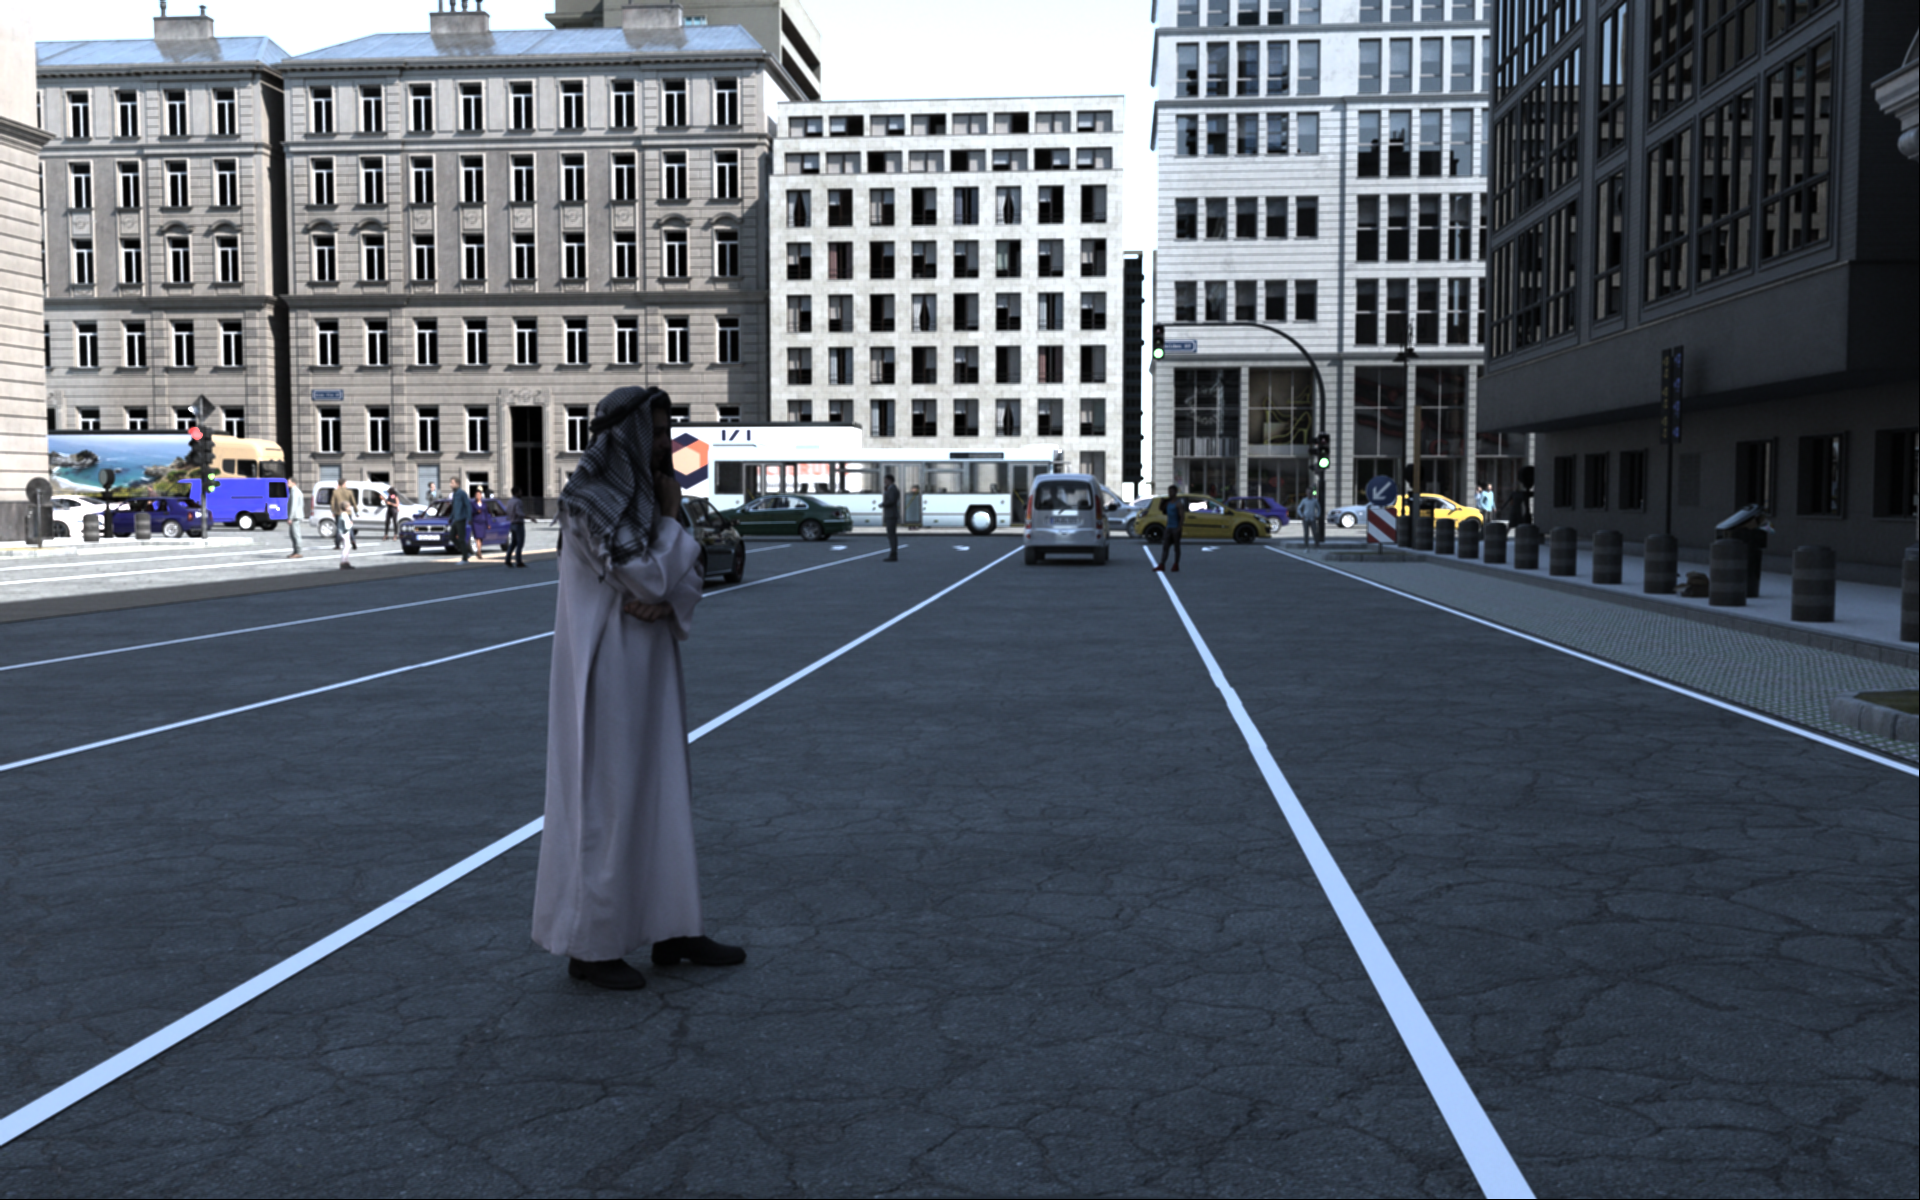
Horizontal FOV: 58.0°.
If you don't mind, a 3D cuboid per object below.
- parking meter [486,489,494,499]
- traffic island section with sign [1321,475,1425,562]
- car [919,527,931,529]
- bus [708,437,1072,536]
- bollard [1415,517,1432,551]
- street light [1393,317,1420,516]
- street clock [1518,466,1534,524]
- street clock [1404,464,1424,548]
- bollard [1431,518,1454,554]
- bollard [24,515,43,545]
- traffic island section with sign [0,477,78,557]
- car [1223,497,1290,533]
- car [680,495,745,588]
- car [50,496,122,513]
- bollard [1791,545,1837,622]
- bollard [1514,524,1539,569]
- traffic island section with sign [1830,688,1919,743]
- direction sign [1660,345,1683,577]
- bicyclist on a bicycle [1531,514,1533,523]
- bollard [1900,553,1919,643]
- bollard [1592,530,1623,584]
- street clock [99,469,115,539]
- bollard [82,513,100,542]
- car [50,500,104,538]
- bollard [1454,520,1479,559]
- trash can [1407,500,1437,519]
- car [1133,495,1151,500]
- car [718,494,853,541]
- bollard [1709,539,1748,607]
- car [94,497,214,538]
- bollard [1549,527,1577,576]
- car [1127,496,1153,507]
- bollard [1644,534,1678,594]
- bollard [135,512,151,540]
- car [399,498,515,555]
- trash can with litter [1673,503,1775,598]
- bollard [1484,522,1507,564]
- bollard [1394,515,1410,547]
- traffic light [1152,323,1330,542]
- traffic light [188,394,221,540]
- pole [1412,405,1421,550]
[{"bbox_3d":[-23.029,-4.675,84.841,0.372,1.533,0.369,0,3,0],"label":"parking meter"},{"bbox_3d":[8.824,-1.747,37.185,1.989,1.847,2.006,0,4,5],"label":"traffic island section with sign"},{"bbox_3d":[-0.014,-3.875,72.404,4.494,1.783,2.155,0,4,5],"label":"car"},{"bbox_3d":[-2.022,-4.025,60.664,13.247,3.499,2.948,0,4,4],"label":"bus"},{"bbox_3d":[10.588,-1.513,39.455,0.404,0.777,0.398,0,3,0],"label":"bollard"},{"bbox_3d":[11.646,-4.440,45.387,0.468,5.910,1.993,0,4,5],"label":"street light"},{"bbox_3d":[14.524,-2.430,44.300,0.471,2.002,0.358,-1,4,-10],"label":"street clock"},{"bbox_3d":[10.760,-2.231,41.053,0.471,2.002,0.358,-3,4,-38],"label":"street clock"},{"bbox_3d":[10.369,-1.364,37.018,0.404,0.777,0.398,0,3,0],"label":"bollard"},{"bbox_3d":[-23.335,-1.769,43.636,0.404,0.777,0.398,0,3,0],"label":"bollard"},{"bbox_3d":[-21.746,-1.934,40.249,1.989,1.847,2.006,0,4,5],"label":"traffic island section with sign"},{"bbox_3d":[10.208,-3.160,64.254,3.894,1.354,1.945,0,4,4],"label":"car"},{"bbox_3d":[-4.515,-1.044,26.854,2.009,1.686,4.222,0,4,6],"label":"car"},{"bbox_3d":[-32.437,-3.065,62.479,4.827,1.381,2.083,0,4,4],"label":"car"},{"bbox_3d":[8.620,-0.169,17.488,0.404,0.777,0.398,0,3,0],"label":"bollard"},{"bbox_3d":[9.716,-0.916,29.692,0.404,0.777,0.398,0,3,0],"label":"bollard"},{"bbox_3d":[6.427,-0.104,10.337,1.989,1.847,2.006,0,4,5],"label":"traffic island section with sign"},{"bbox_3d":[11.020,-2.134,26.889,0.379,3.537,0.876,0,4,4],"label":"direction sign"},{"bbox_3d":[23.254,-3.608,69.007,1.625,1.676,1.499,0,4,6],"label":"bicyclist on a bicycle"},{"bbox_3d":[8.405,-0.020,15.049,0.404,0.777,0.398,0,3,0],"label":"bollard"},{"bbox_3d":[9.280,-0.618,24.818,0.404,0.777,0.398,0,3,0],"label":"bollard"},{"bbox_3d":[-24.556,-2.772,49.894,0.471,2.002,0.358,2,4,35],"label":"street clock"},{"bbox_3d":[-23.113,-1.918,46.073,0.404,0.777,0.398,0,3,0],"label":"bollard"},{"bbox_3d":[-28.611,-2.507,53.353,4.827,1.381,2.083,0,4,6],"label":"car"},{"bbox_3d":[10.154,-1.215,34.579,0.404,0.777,0.398,0,3,0],"label":"bollard"},{"bbox_3d":[11.493,-1.925,43.129,0.748,1.137,0.748,0,3,0],"label":"trash can"},{"bbox_3d":[17.690,-9.414,166.274,2.083,1.381,4.827,0,4,4],"label":"car"},{"bbox_3d":[-5.754,-2.541,53.343,4.920,1.459,2.131,0,4,7],"label":"car"},{"bbox_3d":[8.840,-0.319,19.925,0.404,0.777,0.398,0,3,0],"label":"bollard"},{"bbox_3d":[-26.304,-2.651,55.917,3.894,1.354,1.945,0,4,4],"label":"car"},{"bbox_3d":[9.494,-0.767,27.256,0.404,0.777,0.398,0,3,0],"label":"bollard"},{"bbox_3d":[7.575,-3.524,69.985,4.827,1.381,2.083,0,4,6],"label":"car"},{"bbox_3d":[9.057,-0.469,22.382,0.404,0.777,0.398,0,3,0],"label":"bollard"},{"bbox_3d":[-22.897,-2.068,48.524,0.404,0.777,0.398,0,3,0],"label":"bollard"},{"bbox_3d":[-12.144,-1.803,42.062,1.945,1.354,3.894,0,4,6],"label":"car"},{"bbox_3d":[9.492,-0.620,21.525,1.055,1.170,0.624,0,4,-2],"label":"trash can with litter"},{"bbox_3d":[9.933,-1.065,32.137,0.404,0.777,0.398,0,3,0],"label":"bollard"},{"bbox_3d":[10.808,-1.663,41.914,0.404,0.777,0.398,0,3,0],"label":"bollard"},{"bbox_3d":[7.480,-4.362,45.982,4.771,5.953,1.251,0,4,5],"label":"traffic light"},{"bbox_3d":[-21.268,-3.655,48.673,0.839,4.253,0.868,0,4,5],"label":"traffic light"},{"bbox_3d":[10.541,-2.821,39.974,0.158,3.312,0.155,0,3,0],"label":"pole"}]
